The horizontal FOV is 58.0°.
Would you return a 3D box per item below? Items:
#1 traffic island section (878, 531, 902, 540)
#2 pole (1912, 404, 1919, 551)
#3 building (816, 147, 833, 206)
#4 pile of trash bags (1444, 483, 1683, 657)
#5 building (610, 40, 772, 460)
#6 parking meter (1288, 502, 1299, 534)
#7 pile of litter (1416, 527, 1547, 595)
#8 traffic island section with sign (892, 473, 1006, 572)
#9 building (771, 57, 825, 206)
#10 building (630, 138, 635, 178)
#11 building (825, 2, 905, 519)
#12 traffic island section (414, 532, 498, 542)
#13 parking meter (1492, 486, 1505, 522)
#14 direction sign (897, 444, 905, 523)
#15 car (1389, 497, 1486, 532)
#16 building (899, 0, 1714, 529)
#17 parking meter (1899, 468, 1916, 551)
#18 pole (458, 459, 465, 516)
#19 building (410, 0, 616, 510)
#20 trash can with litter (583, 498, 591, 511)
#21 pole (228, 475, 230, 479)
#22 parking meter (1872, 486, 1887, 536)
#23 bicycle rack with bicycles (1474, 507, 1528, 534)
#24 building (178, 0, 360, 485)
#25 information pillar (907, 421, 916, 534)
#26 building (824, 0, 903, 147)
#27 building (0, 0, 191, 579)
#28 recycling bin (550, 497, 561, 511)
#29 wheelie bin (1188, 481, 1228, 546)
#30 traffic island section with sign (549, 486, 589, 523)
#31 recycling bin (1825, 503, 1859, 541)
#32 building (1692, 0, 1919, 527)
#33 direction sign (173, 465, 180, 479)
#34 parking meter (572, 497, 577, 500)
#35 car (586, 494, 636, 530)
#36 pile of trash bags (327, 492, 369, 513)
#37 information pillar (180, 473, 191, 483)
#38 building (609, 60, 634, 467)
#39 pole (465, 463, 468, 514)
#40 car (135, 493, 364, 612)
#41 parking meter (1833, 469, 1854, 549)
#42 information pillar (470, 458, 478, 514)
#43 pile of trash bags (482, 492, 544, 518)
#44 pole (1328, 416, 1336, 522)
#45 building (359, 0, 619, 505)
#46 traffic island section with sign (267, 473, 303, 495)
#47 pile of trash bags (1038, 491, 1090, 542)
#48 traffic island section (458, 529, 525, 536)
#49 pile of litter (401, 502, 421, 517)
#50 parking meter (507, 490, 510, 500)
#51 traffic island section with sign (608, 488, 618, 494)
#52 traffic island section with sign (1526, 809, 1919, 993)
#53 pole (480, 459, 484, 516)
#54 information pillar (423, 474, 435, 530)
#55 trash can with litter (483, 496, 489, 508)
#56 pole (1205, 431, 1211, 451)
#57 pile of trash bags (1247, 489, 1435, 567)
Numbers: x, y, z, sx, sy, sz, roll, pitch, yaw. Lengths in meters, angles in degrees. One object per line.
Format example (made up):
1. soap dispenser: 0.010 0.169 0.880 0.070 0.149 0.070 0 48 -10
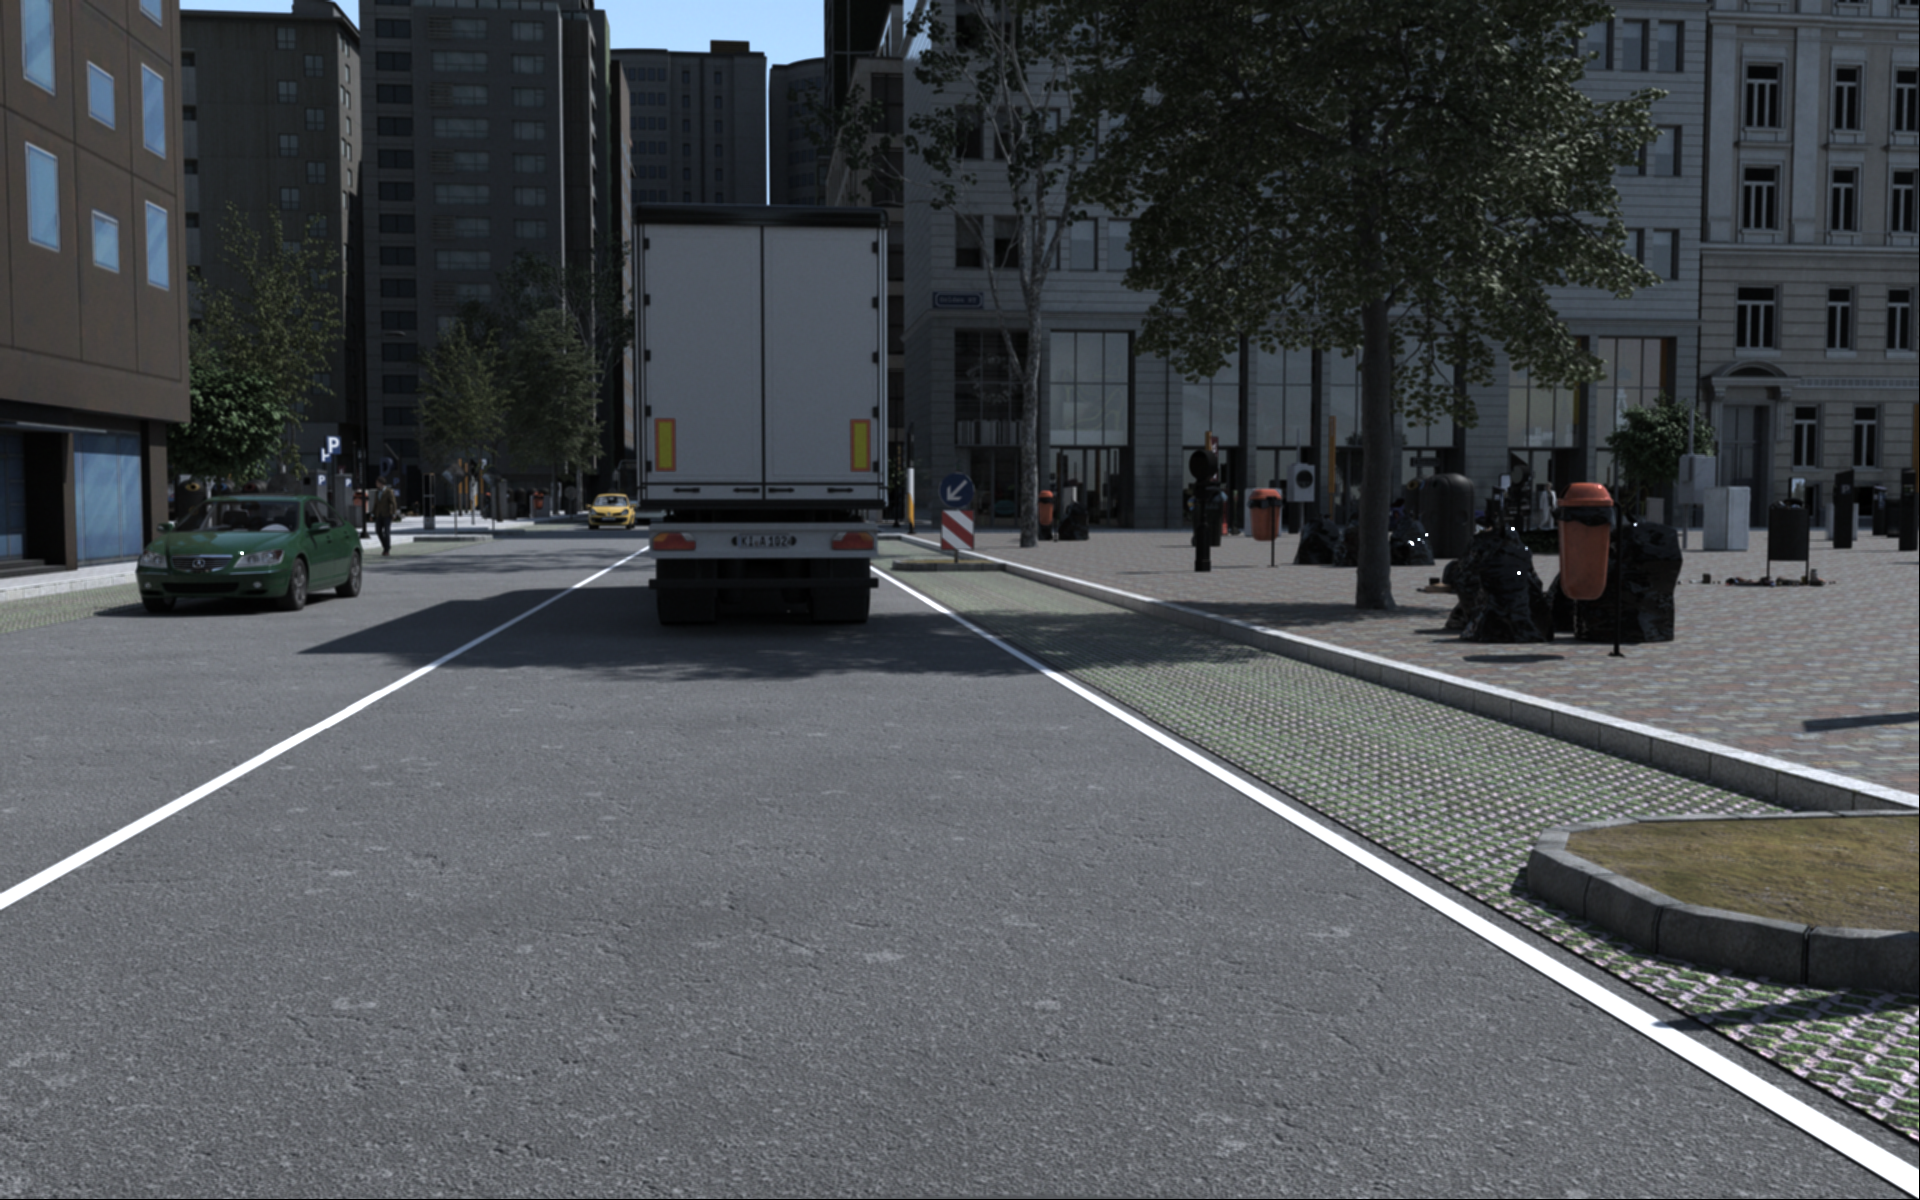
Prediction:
1. traffic island section: -2.974 -1.989 54.803 2.009 0.180 2.903 0 4 -7
2. pole: 21.696 -2.781 39.305 0.158 3.312 0.155 0 3 0
3. building: -5.301 -22.997 147.697 14.160 30.474 14.107 0 4 -7
4. pile of trash bags: 5.293 -0.328 15.114 1.912 1.369 3.447 1 4 13
5. building: -39.535 -41.941 227.739 28.212 58.520 21.231 0 4 -7
6. parking meter: 10.813 -3.083 56.112 0.255 1.863 0.399 0 4 -5
7. pile of litter: 6.848 -0.520 22.471 1.719 0.858 1.176 3 4 37
8. traffic island section with sign: -0.256 -1.477 32.772 1.989 1.847 2.006 0 4 -7
9. building: -11.093 -42.161 231.330 28.212 58.520 21.231 0 4 -7
10. building: -50.267 -33.198 197.410 28.867 44.769 22.147 0 4 -7
11. building: 2.276 -18.417 105.627 19.350 26.468 34.151 0 4 -7
12. traffic island section: -15.521 -1.895 53.261 2.009 0.180 2.903 0 4 -7
13. parking meter: 16.254 -2.683 52.276 0.372 1.533 0.369 0 3 0
14. direction sign: -2.623 -5.256 77.931 0.379 3.537 0.876 2 4 28
15. car: 16.609 -2.900 59.994 3.894 1.354 1.945 0 4 -8
16. building: 12.919 -17.843 69.234 29.804 29.767 11.434 0 4 -7
17. parking meter: 21.386 -2.043 39.107 0.255 1.863 0.399 1 4 23
18. pole: -28.676 -6.451 99.321 0.158 3.312 0.155 0 3 0
19. building: -35.962 -27.985 141.147 14.154 41.232 14.086 0 4 -7
20. trash can with litter: -28.322 -7.267 130.205 1.055 1.170 0.624 -3 5 -43
21. pole: -41.298 -6.364 97.902 0.158 3.312 0.155 0 3 0
22. parking meter: 28.427 -2.759 53.514 0.372 1.533 0.369 0 3 0
23. bicycle rack with bicycles: 14.650 -2.181 49.046 2.852 0.926 2.925 3 5 42
24. building: -78.278 -36.777 190.537 27.495 52.752 28.713 0 4 -7
25. information pillar: -1.576 -3.918 55.418 0.183 3.616 0.504 1 4 14
26. building: -4.349 -44.402 164.231 20.563 71.187 20.611 0 4 -7
27. building: -21.358 -22.962 25.541 14.600 45.320 14.200 0 4 -7
28. recycling bin: -31.369 -7.422 133.896 0.722 1.027 0.722 -3 5 -42
29. wheelie bin: 6.109 -2.118 42.537 0.980 1.594 0.693 -1 4 -11
30. traffic island section with sign: -19.203 -4.710 85.644 1.989 1.847 2.006 0 4 -7
31. recycling bin: 24.446 -2.169 48.024 0.722 1.027 0.722 1 4 19
32. building: 37.496 -17.614 73.897 20.117 28.700 13.634 0 4 -7
33. direction sign: -41.465 -6.099 91.723 0.379 3.537 0.876 2 4 33
34. parking meter: -26.406 -6.733 118.491 0.372 1.533 0.369 0 3 0
35. car: -14.240 -3.709 70.860 2.015 1.641 3.980 0 4 -7
36. pile of trash bags: -25.344 -3.640 69.265 3.447 1.369 1.912 0 4 2
37. information pillar: -33.107 -5.065 74.160 0.504 3.616 0.183 -1 4 -21
38. building: -40.687 -32.127 175.392 14.600 45.320 14.200 0 4 -7
39. pole: -32.206 -7.283 112.924 0.158 3.312 0.155 0 3 0
40. car: -9.162 -0.664 22.656 2.131 1.459 4.920 0 4 -6
41. parking meter: 20.807 -2.147 40.816 0.399 1.863 0.255 1 4 11
42. information pillar: -31.329 -7.351 111.550 0.183 3.616 0.504 3 5 40
43. pile of trash bags: -23.687 -5.060 92.483 1.912 1.369 3.447 3 4 38
44. pole: 9.762 -3.158 45.484 0.158 3.312 0.155 0 3 0
45. building: -41.539 -43.960 156.992 20.563 71.187 20.611 0 4 -7
46. traffic island section with sign: -12.583 -1.434 32.079 1.989 1.847 2.006 0 4 -7
47. pile of trash bags: 2.589 -2.333 47.900 1.912 1.369 3.447 1 4 10
48. traffic island section: -16.502 -2.380 61.186 2.009 0.180 2.903 0 4 -7
49. pile of litter: -31.325 -5.193 98.876 1.176 0.858 1.719 0 4 -8
50. parking meter: -25.510 -5.452 97.557 0.372 1.533 0.369 0 3 0
51. traffic island section with sign: -22.537 -6.361 112.636 1.989 1.847 2.006 0 4 -7
52. traffic island section with sign: 3.078 0.168 5.881 1.989 1.847 2.006 0 4 -7
53. pole: -27.796 -6.531 100.624 0.158 3.312 0.155 0 3 0
54. information pillar: -19.107 -3.536 62.310 0.304 2.012 0.304 0 4 7
55. trash can with litter: -28.661 -5.746 105.342 1.055 1.170 0.624 1 4 11
56. pole: 8.084 -3.829 56.450 0.158 3.312 0.155 0 3 0
57. pile of trash bags: 6.716 -1.311 31.195 3.447 1.369 1.912 -1 4 -22
